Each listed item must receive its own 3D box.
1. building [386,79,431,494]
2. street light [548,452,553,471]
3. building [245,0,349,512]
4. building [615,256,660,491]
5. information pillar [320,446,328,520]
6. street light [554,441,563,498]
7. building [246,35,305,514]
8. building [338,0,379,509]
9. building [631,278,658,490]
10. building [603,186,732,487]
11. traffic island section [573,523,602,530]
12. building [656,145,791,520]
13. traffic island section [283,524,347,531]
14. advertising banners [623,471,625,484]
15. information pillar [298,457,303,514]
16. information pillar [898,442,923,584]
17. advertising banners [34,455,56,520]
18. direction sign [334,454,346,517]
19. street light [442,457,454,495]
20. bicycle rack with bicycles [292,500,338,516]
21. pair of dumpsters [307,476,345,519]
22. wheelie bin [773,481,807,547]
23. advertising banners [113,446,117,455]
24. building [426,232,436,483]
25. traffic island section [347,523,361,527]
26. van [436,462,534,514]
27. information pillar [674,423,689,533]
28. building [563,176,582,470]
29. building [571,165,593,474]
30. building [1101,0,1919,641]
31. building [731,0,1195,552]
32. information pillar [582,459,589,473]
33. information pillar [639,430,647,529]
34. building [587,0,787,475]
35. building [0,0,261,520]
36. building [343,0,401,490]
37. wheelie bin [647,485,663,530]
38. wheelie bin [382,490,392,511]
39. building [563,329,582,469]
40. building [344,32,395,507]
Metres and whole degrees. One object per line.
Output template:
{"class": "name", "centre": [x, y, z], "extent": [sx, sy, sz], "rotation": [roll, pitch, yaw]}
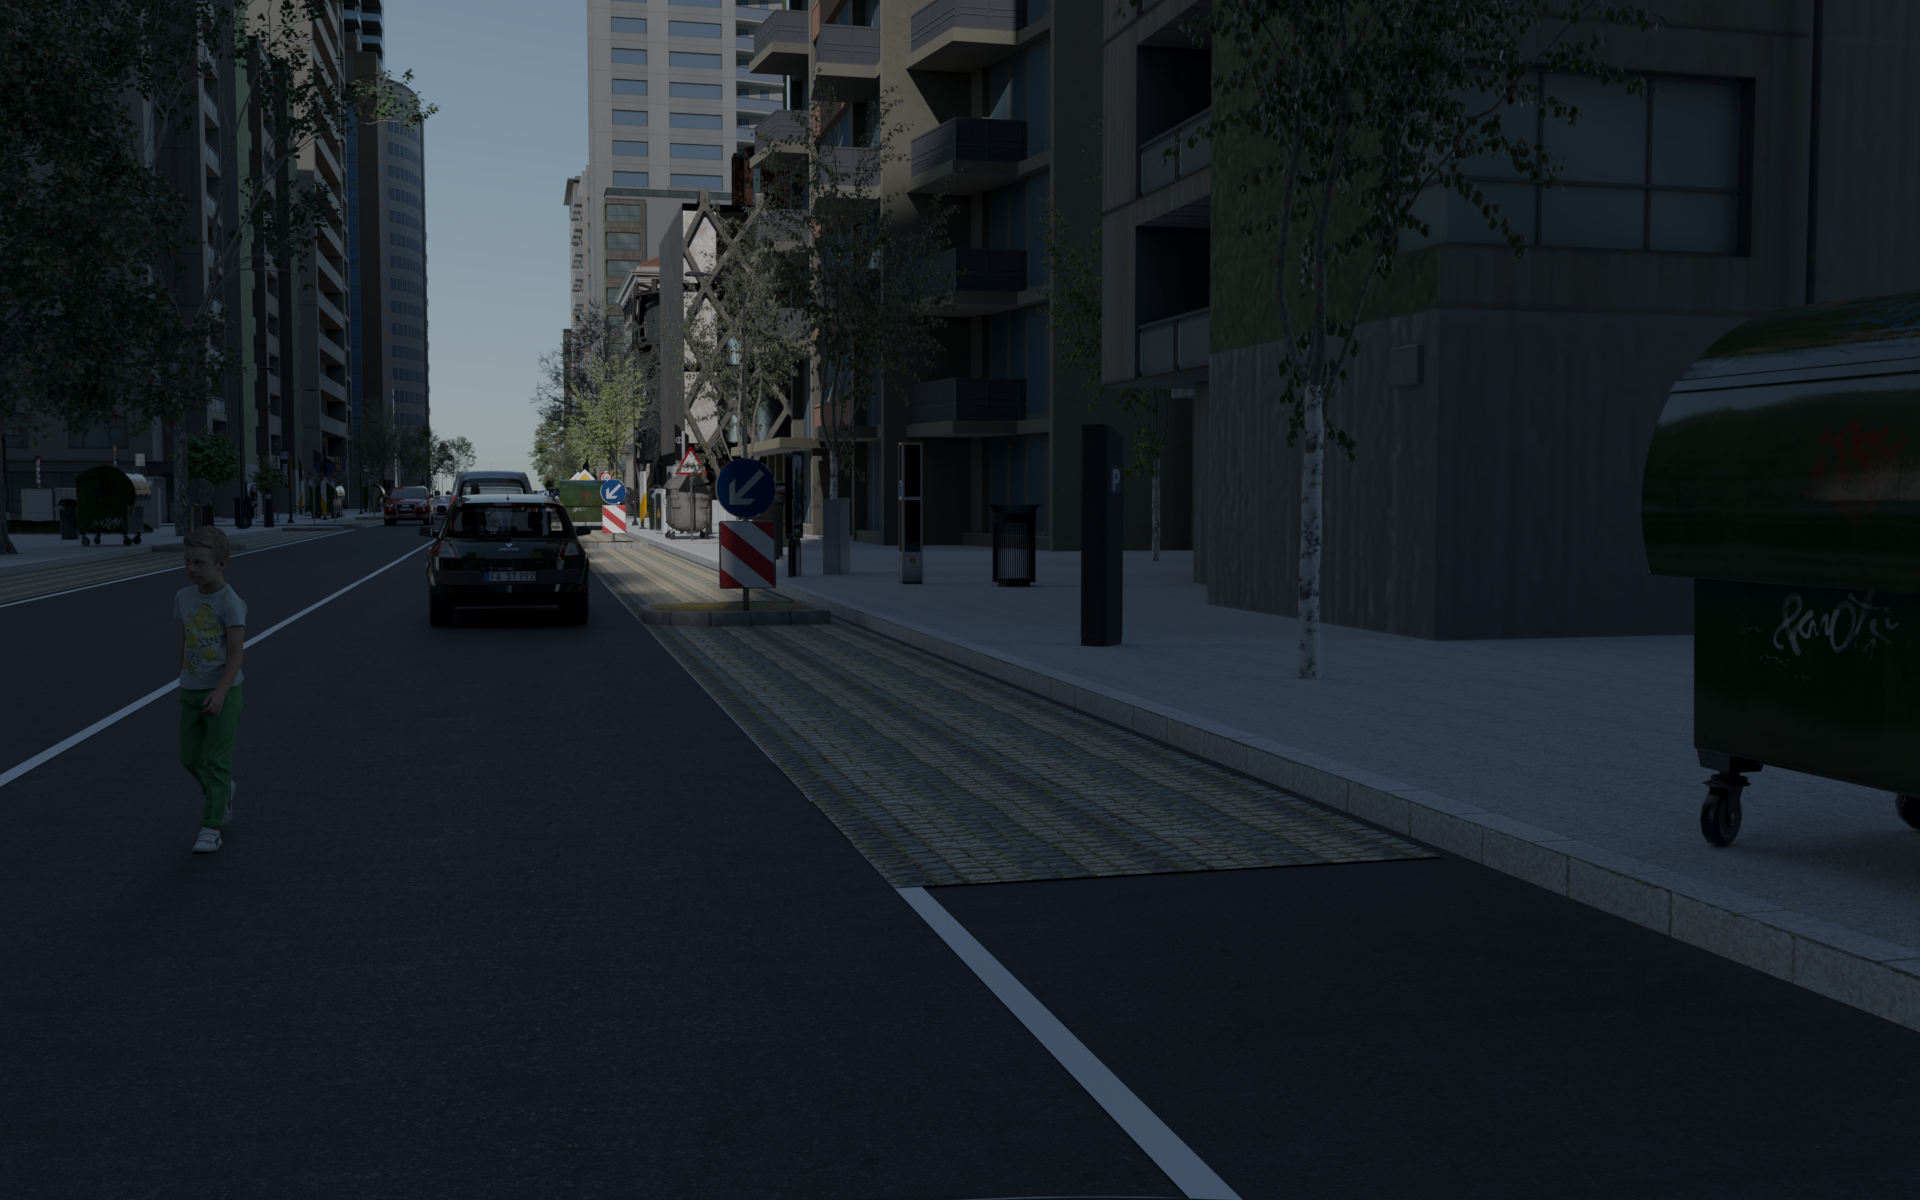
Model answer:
{"class": "building", "centre": [-85.735, -42.741, 240.817], "extent": [21.231, 58.520, 28.212], "rotation": [-1, 4, -14]}
{"class": "street light", "centre": [-44.502, -13.385, 191.382], "extent": [1.470, 5.913, 1.316], "rotation": [-1, 4, -14]}
{"class": "building", "centre": [-59.368, -31.098, 132.154], "extent": [21.300, 48.544, 21.600], "rotation": [-1, 4, -14]}
{"class": "building", "centre": [-21.816, -18.720, 142.222], "extent": [11.583, 22.565, 21.152], "rotation": [-1, 4, -14]}
{"class": "information pillar", "centre": [-31.358, -5.747, 85.323], "extent": [0.183, 3.616, 0.504], "rotation": [-3, 5, -41]}
{"class": "street light", "centre": [-35.803, -11.279, 156.949], "extent": [1.470, 5.913, 1.316], "rotation": [-1, 4, -14]}
{"class": "building", "centre": [-49.669, -20.602, 108.540], "extent": [14.160, 30.474, 14.107], "rotation": [-1, 4, -14]}
{"class": "building", "centre": [-63.129, -43.713, 152.961], "extent": [20.563, 71.187, 20.611], "rotation": [-1, 4, -14]}
{"class": "building", "centre": [-15.072, -15.722, 124.501], "extent": [16.820, 18.784, 16.811], "rotation": [-1, 4, -14]}
{"class": "building", "centre": [-27.184, -24.171, 166.890], "extent": [14.160, 30.474, 14.107], "rotation": [-1, 4, -14]}
{"class": "traffic island section", "centre": [-17.122, -3.403, 77.923], "extent": [2.009, 0.180, 2.903], "rotation": [-1, 4, -14]}
{"class": "building", "centre": [-6.727, -13.707, 91.568], "extent": [16.811, 18.784, 16.820], "rotation": [-1, 4, -14]}
{"class": "traffic island section", "centre": [-25.224, -2.774, 67.634], "extent": [2.009, 0.180, 2.903], "rotation": [-1, 4, -14]}
{"class": "advertising banners", "centre": [-25.336, -8.163, 129.657], "extent": [0.090, 3.025, 2.074], "rotation": [0, 4, 3]}
{"class": "information pillar", "centre": [-41.530, -7.203, 109.119], "extent": [0.183, 3.616, 0.504], "rotation": [-3, 5, -39]}
{"class": "information pillar", "centre": [-0.704, -1.237, 24.722], "extent": [0.304, 2.012, 0.304], "rotation": [-1, 4, -12]}
{"class": "advertising banners", "centre": [-41.556, -5.060, 78.918], "extent": [0.090, 3.025, 2.074], "rotation": [0, 4, 3]}
{"class": "direction sign", "centre": [-35.252, -6.521, 98.614], "extent": [0.876, 3.537, 0.379], "rotation": [2, 4, 27]}
{"class": "street light", "centre": [-68.063, -15.719, 229.539], "extent": [1.470, 5.913, 1.316], "rotation": [-1, 4, -14]}
{"class": "bicycle rack with bicycles", "centre": [-37.429, -5.343, 100.734], "extent": [2.925, 0.926, 2.852], "rotation": [-2, 4, -26]}
{"class": "pair of dumpsters", "centre": [-33.389, -5.424, 91.182], "extent": [1.574, 2.255, 4.437], "rotation": [-1, 4, -14]}
{"class": "wheelie bin", "centre": [-4.200, -2.087, 42.030], "extent": [0.980, 1.594, 0.693], "rotation": [0, 4, 1]}
{"class": "advertising banners", "centre": [-30.630, -4.054, 62.471], "extent": [0.090, 3.025, 2.074], "rotation": [-1, 4, -13]}
{"class": "building", "centre": [-94.536, -39.755, 269.603], "extent": [23.786, 49.044, 30.456], "rotation": [-1, 4, -14]}
{"class": "traffic island section", "centre": [-27.195, -3.247, 75.373], "extent": [2.009, 0.180, 2.903], "rotation": [-1, 4, -14]}
{"class": "van", "centre": [-8.697, -1.540, 32.197], "extent": [2.013, 2.044, 4.112], "rotation": [-1, 4, -16]}
{"class": "information pillar", "centre": [-9.207, -4.033, 57.289], "extent": [0.504, 3.616, 0.183], "rotation": [-1, 4, -18]}
{"class": "building", "centre": [-49.315, -42.402, 282.507], "extent": [28.713, 52.752, 27.495], "rotation": [-1, 4, -14]}
{"class": "building", "centre": [-45.226, -38.790, 253.817], "extent": [23.786, 49.044, 30.456], "rotation": [-1, 4, -14]}
{"class": "building", "centre": [9.251, -20.710, 22.206], "extent": [14.154, 41.232, 14.086], "rotation": [-1, 4, -14]}
{"class": "building", "centre": [5.378, -24.314, 52.159], "extent": [22.147, 44.769, 28.867], "rotation": [-1, 4, -14]}
{"class": "information pillar", "centre": [-25.063, -7.631, 116.113], "extent": [0.504, 3.616, 0.183], "rotation": [1, 4, 20]}
{"class": "information pillar", "centre": [-11.615, -4.407, 63.413], "extent": [0.183, 3.616, 0.504], "rotation": [-2, 4, -29]}
{"class": "building", "centre": [-29.349, -39.475, 187.423], "extent": [21.231, 58.520, 28.212], "rotation": [-1, 4, -14]}
{"class": "building", "centre": [-44.081, -24.665, 86.872], "extent": [14.154, 41.232, 14.086], "rotation": [-1, 4, -14]}
{"class": "building", "centre": [-73.772, -53.720, 190.993], "extent": [22.319, 86.520, 31.000], "rotation": [-1, 4, -14]}
{"class": "wheelie bin", "centre": [-10.740, -3.287, 61.645], "extent": [0.693, 1.594, 0.980], "rotation": [-2, 4, -32]}
{"class": "wheelie bin", "centre": [-43.366, -7.553, 131.396], "extent": [0.980, 1.594, 0.693], "rotation": [-2, 4, -27]}
{"class": "building", "centre": [-61.820, -32.400, 301.437], "extent": [14.160, 30.474, 14.107], "rotation": [-1, 4, -14]}
{"class": "building", "centre": [-64.073, -31.885, 171.437], "extent": [14.600, 45.320, 14.200], "rotation": [-1, 4, -14]}
